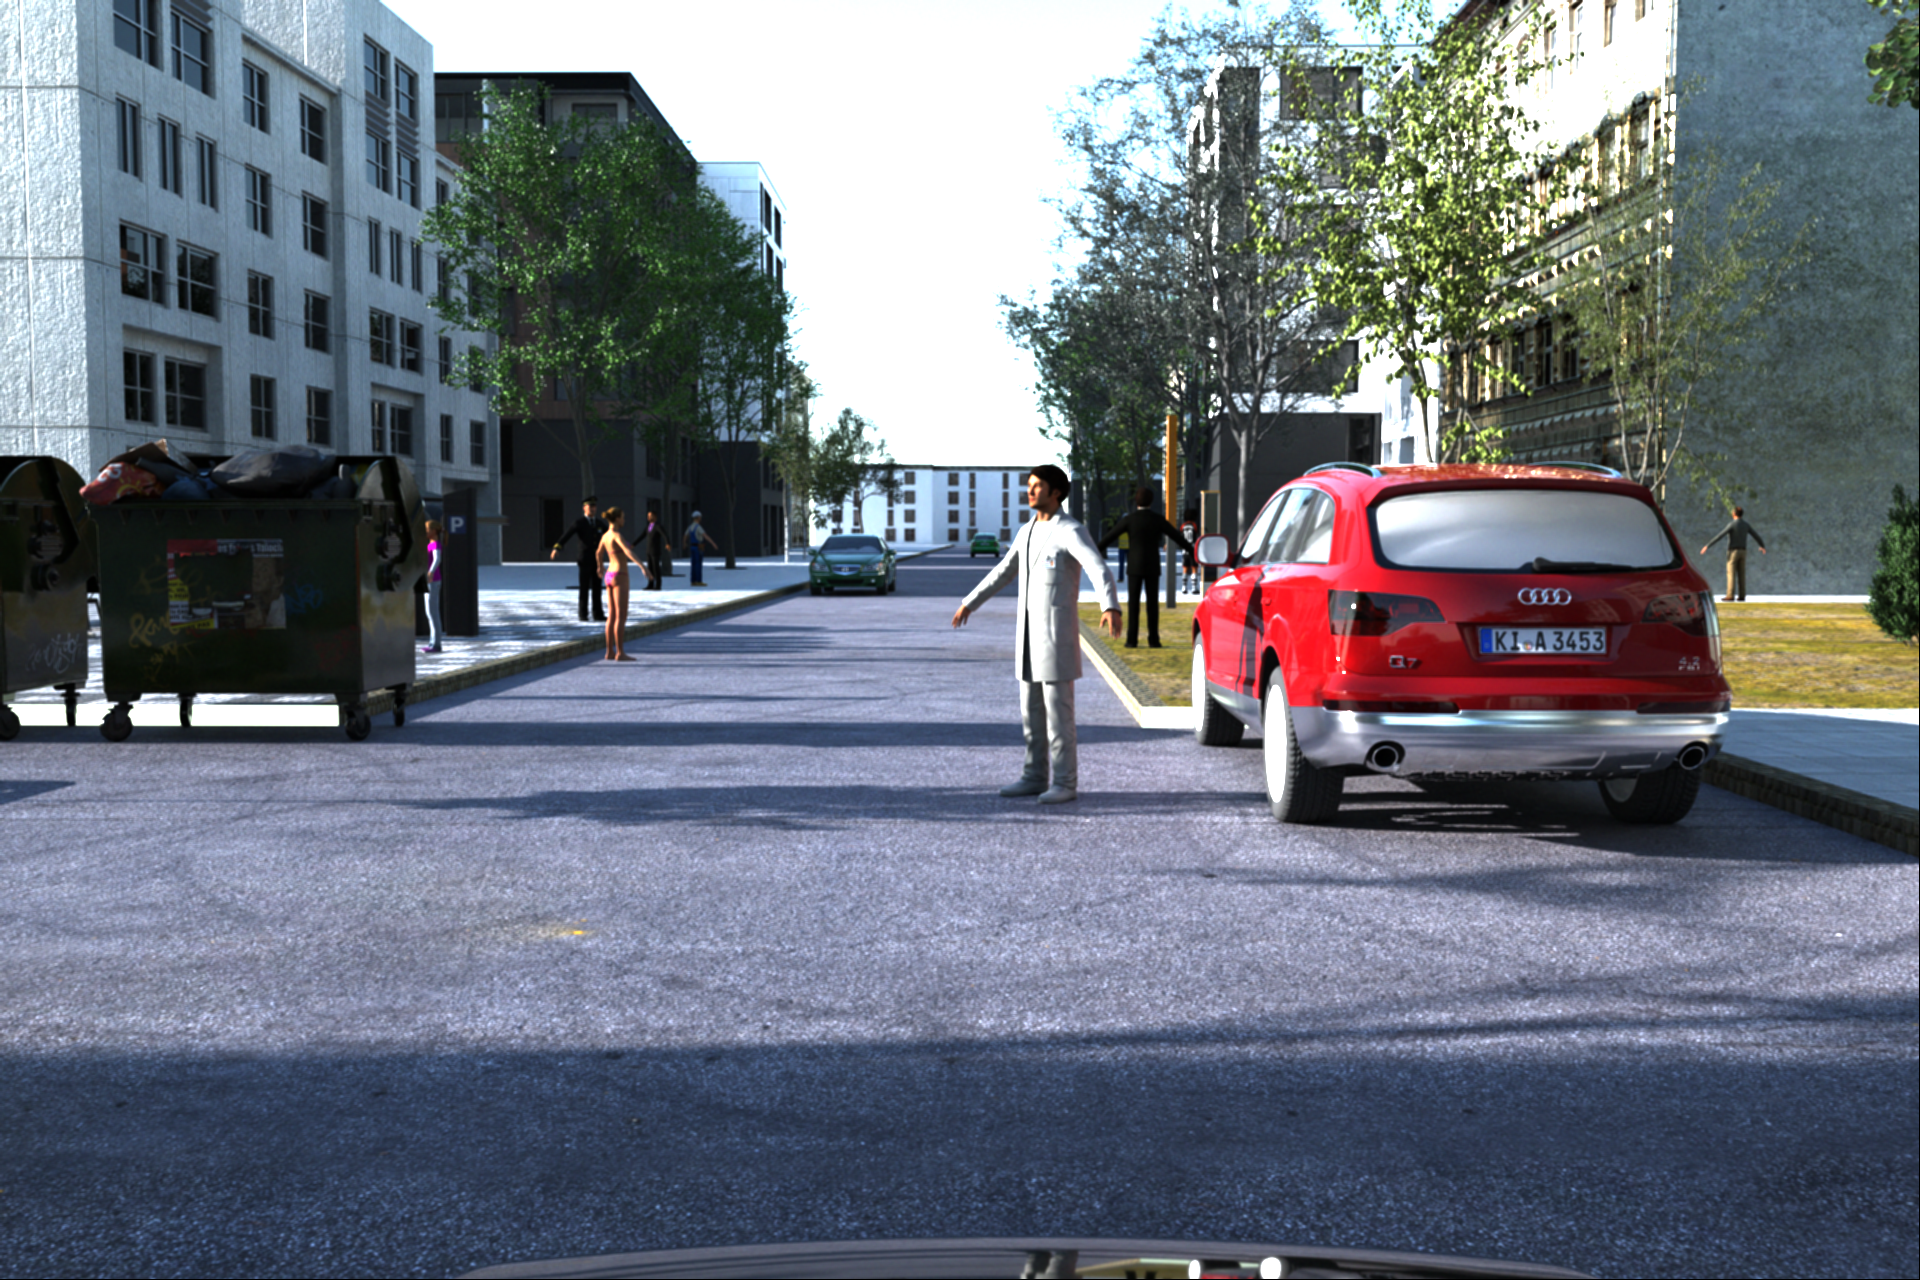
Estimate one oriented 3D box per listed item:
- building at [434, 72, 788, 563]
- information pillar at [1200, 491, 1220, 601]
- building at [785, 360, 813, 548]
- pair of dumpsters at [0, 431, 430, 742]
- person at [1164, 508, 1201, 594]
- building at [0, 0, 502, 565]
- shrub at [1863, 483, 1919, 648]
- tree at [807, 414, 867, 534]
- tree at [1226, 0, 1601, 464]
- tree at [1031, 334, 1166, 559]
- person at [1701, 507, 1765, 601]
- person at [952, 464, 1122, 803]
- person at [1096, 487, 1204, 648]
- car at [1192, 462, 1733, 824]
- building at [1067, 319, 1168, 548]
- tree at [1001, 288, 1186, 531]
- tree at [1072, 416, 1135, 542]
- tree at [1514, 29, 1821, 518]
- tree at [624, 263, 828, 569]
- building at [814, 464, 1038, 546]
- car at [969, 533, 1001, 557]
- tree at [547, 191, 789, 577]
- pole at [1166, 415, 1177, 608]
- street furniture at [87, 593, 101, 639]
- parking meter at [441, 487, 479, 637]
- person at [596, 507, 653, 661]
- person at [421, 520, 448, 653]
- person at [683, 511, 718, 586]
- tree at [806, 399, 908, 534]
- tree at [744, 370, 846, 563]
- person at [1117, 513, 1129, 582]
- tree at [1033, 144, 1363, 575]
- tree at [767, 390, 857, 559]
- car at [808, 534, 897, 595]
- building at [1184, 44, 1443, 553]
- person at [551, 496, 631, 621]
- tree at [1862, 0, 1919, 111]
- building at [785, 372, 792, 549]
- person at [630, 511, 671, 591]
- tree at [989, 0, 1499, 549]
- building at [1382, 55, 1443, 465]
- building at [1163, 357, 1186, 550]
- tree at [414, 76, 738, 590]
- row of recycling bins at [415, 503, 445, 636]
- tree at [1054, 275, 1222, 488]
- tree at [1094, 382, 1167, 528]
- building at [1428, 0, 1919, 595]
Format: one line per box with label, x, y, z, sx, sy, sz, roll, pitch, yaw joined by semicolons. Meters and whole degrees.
building;-24.946;-15.250;93.310;27.936;21.610;32.646;0;4;0
information pillar;4.293;-1.544;29.742;0.304;2.012;0.304;0;4;2
building;-24.347;-20.219;161.510;19.493;23.208;18.063;0;4;2
pair of dumpsters;-6.201;-0.454;12.373;4.436;2.255;1.574;0;4;1
person;4.940;-1.886;36.977;1.345;1.843;0.704;2;4;31
building;-27.647;-11.529;54.955;16.747;18.905;31.486;0;4;2
shrub;11.066;-0.925;19.539;1.690;2.028;1.600;0;3;0
tree;-7.542;-9.549;106.496;4.737;8.622;4.395;0;3;0
tree;5.483;-4.271;20.190;4.737;8.622;4.395;0;3;0
tree;7.163;-9.910;87.781;9.928;11.665;9.643;0;3;0
person;14.820;-1.640;33.082;1.348;1.796;0.705;-1;4;-11
person;0.450;-0.045;9.373;0.705;1.806;1.347;-3;4;-38
person;2.070;-0.816;19.530;1.347;1.806;0.705;0;4;5
car;2.592;-0.089;10.121;2.281;1.827;5.304;0;4;1
building;24.957;-20.465;178.576;27.936;21.610;32.646;0;4;2
tree;9.189;-15.932;116.378;12.611;20.169;13.585;0;3;0
tree;7.701;-8.879;95.530;4.360;8.622;3.978;0;3;0
tree;10.242;-4.633;26.112;4.360;8.622;3.978;0;3;0
tree;-8.482;-8.414;63.321;9.928;11.665;9.643;0;3;0
building;-3.512;-16.126;208.271;28.070;9.664;9.099;0;4;-4
car;1.557;-6.063;107.930;1.959;1.807;4.718;0;4;1
tree;-8.731;-7.723;52.024;9.928;11.665;9.643;0;3;0
pole;3.644;-2.202;29.851;0.158;3.312;0.155;0;3;0
street furniture;-24.647;-1.079;22.667;27.439;1.986;14.083;1;4;19
parking meter;-6.265;-0.977;21.685;0.399;1.863;0.255;0;4;1
person;-3.830;-0.638;19.693;0.721;1.733;1.217;-3;4;-38
person;-5.786;-0.583;18.802;0.599;1.433;0.991;-1;4;-22
person;-6.480;-2.259;42.789;1.347;1.847;0.705;3;5;45
tree;-7.034;-11.343;119.875;7.601;10.594;8.767;1;4;15
tree;-7.926;-7.747;77.023;4.360;8.622;3.978;0;3;0
person;4.413;-2.457;46.144;1.349;1.833;0.705;0;4;-4
tree;7.353;-8.780;53.917;12.009;13.543;11.850;0;3;0
tree;-7.705;-8.434;88.258;4.737;8.622;4.395;0;3;0
car;-2.569;-1.857;42.158;2.131;1.459;4.920;0;4;2
building;25.294;-14.976;88.838;27.936;21.610;32.646;0;4;1
person;-5.443;-1.201;25.578;1.347;1.837;0.705;-3;4;-39
tree;8.607;-6.279;9.318;9.857;13.997;8.962;0;3;0
building;-23.226;-16.452;135.453;16.747;18.905;31.486;0;4;0
person;-6.990;-2.027;39.370;1.346;1.802;0.704;3;4;39
tree;6.187;-7.764;37.310;12.009;13.543;11.850;0;3;0
building;22.527;-13.061;69.971;16.016;20.090;11.380;0;4;1
building;26.778;-18.989;141.405;19.493;23.208;18.063;0;4;2
tree;-8.814;-7.010;40.371;9.928;11.665;9.643;0;3;0
row of recycling bins;-7.145;-0.938;22.454;1.069;1.692;3.534;0;4;1
tree;7.273;-8.759;68.957;9.928;11.665;9.643;0;3;0
tree;7.807;-7.818;78.183;4.737;8.622;4.395;0;3;0
building;24.016;-13.060;44.457;19.493;23.208;18.063;0;4;1
